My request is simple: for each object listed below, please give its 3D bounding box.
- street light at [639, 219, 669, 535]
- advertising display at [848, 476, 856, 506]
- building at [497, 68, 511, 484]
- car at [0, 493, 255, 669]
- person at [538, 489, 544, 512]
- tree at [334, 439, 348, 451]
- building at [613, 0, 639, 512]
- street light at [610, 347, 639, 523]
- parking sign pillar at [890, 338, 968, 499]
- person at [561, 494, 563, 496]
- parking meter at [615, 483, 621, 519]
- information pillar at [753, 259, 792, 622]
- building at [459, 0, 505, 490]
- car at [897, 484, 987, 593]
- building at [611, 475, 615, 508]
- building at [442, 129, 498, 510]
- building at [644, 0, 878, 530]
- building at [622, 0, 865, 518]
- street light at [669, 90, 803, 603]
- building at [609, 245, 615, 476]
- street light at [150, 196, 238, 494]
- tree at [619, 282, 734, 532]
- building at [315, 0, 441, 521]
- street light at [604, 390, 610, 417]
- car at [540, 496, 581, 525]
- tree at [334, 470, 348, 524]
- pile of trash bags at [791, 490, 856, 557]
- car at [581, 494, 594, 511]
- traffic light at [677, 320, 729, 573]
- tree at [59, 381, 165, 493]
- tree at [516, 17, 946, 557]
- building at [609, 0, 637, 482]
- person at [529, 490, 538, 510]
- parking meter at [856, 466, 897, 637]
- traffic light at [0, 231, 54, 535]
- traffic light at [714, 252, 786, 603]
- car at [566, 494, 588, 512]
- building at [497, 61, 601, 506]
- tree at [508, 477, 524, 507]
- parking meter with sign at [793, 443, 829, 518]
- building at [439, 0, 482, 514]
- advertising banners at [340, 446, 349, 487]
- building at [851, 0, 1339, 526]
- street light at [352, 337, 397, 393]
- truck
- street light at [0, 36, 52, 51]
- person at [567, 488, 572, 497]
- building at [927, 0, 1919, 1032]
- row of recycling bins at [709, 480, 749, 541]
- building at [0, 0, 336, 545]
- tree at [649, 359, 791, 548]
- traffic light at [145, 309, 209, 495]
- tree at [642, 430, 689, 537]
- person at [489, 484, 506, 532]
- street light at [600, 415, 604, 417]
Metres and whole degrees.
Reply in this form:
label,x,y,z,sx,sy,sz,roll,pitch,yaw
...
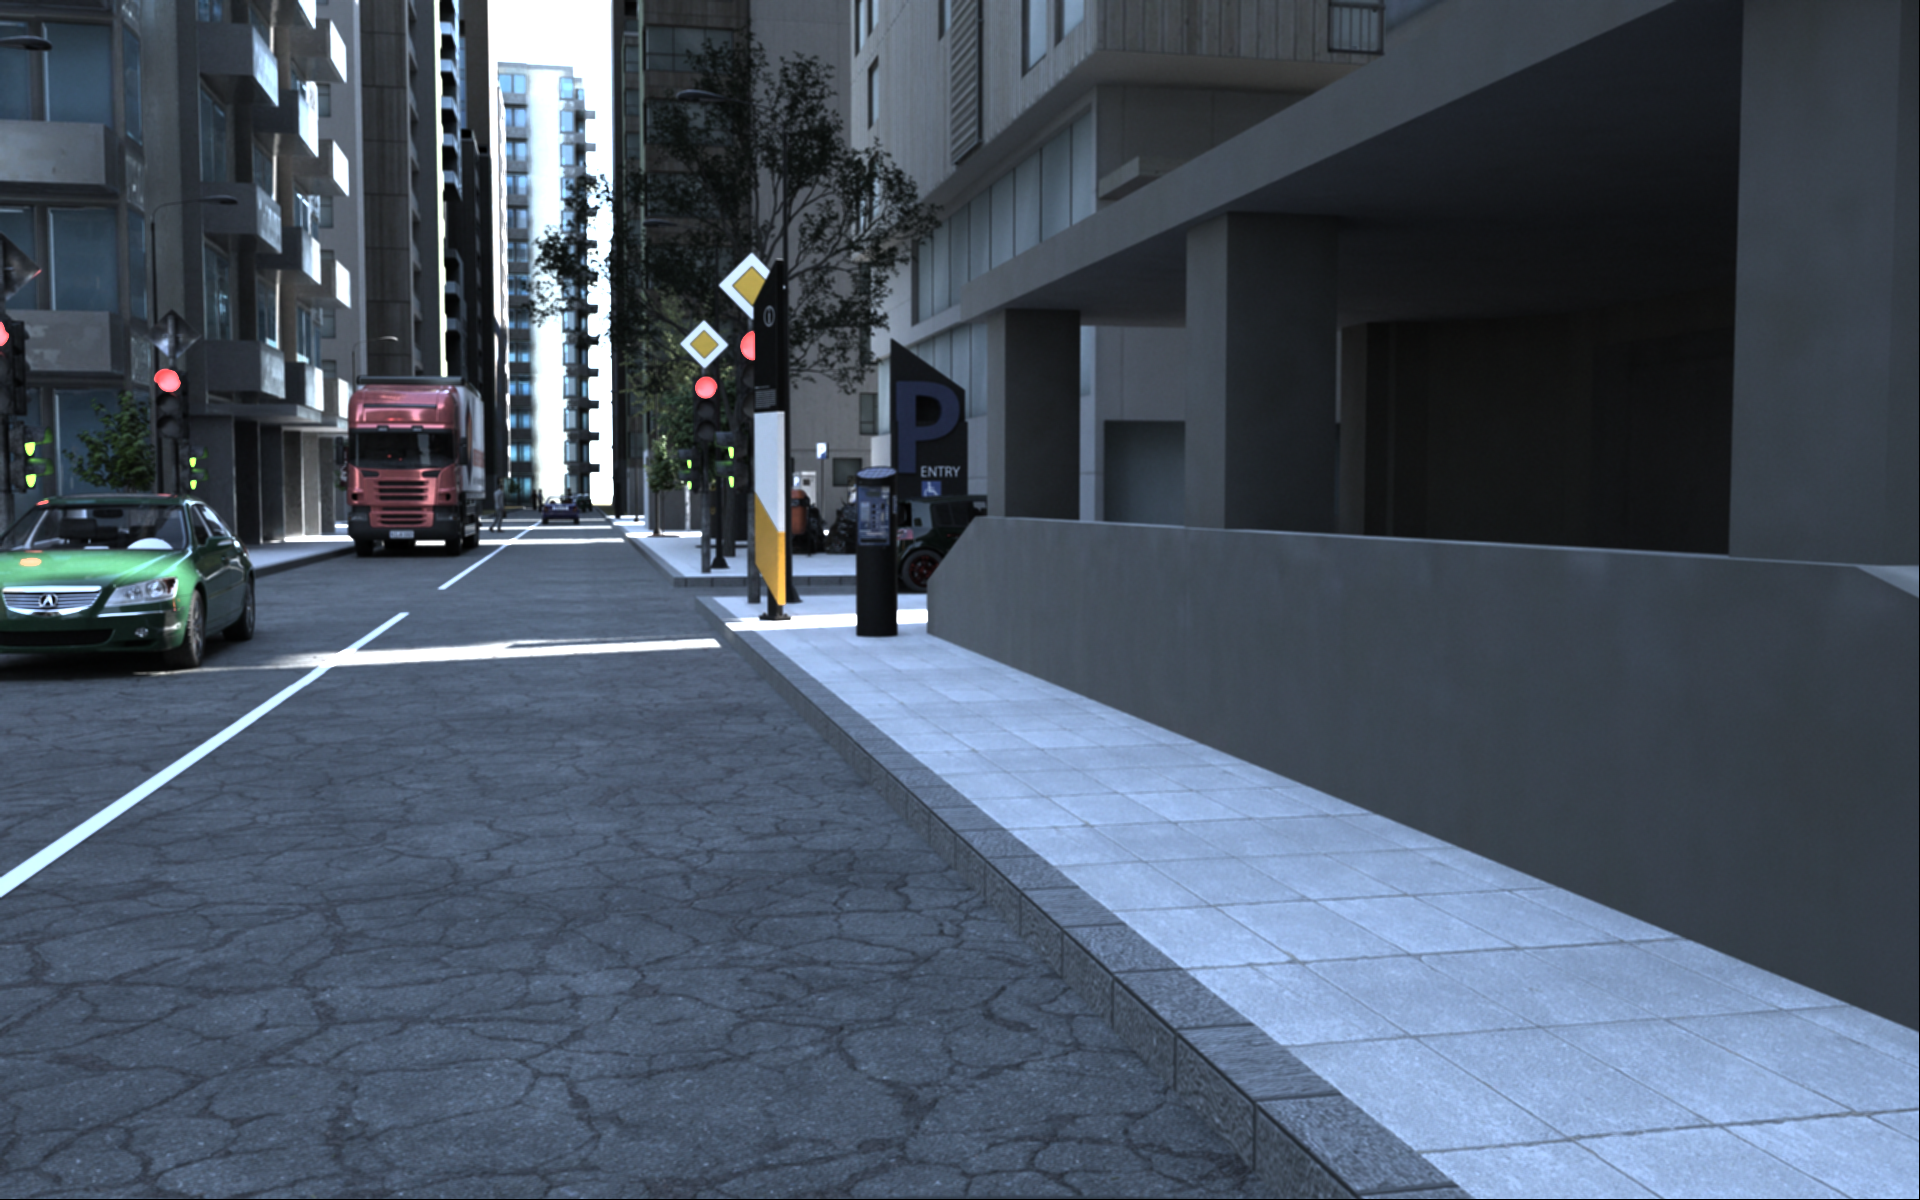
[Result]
label,x,y,z,sx,sy,sz,roll,pitch,yaw
street light,-4.679,-3.488,29.568,1.470,5.913,1.316,-1,4,-12
advertising display,-3.704,-3.425,61.212,0.123,1.923,0.974,-2,4,-30
building,-50.295,-29.427,164.727,14.086,41.232,14.154,-1,4,-12
car,-7.525,-0.226,15.496,2.131,1.459,4.920,-1,4,-14
person,-33.688,-7.992,139.153,0.705,1.826,1.348,0,4,3
tree,-22.664,-5.110,67.264,4.285,4.588,4.351,0,3,0
building,-15.372,-42.190,128.062,20.563,71.187,20.611,-1,4,-12
street light,-9.970,-4.966,53.733,1.470,5.913,1.316,-1,4,-12
parking sign pillar,-0.536,-2.546,30.093,1.447,3.967,1.447,-1,4,-10
person,-35.391,-8.692,153.871,0.557,1.426,1.065,-1,4,-14
parking meter,-17.960,-5.206,90.830,0.255,1.863,0.399,-1,4,-17
information pillar,-1.926,-1.603,17.558,0.183,3.616,0.504,-3,4,-36
building,-47.151,-30.536,149.375,14.600,45.320,14.200,-1,4,-12
car,0.662,-0.993,26.019,4.222,1.686,2.009,-1,4,-12
building,-17.319,-29.059,166.996,32.217,40.220,23.993,-1,4,-12
building,-44.074,-22.268,135.779,14.160,30.474,14.107,-1,4,-12
building,-5.608,-18.155,68.531,14.160,30.474,14.107,-1,4,-12
building,-14.386,-20.743,110.849,14.160,30.474,14.107,-1,4,-12
street light,-2.570,-2.916,20.211,1.470,5.913,1.316,-1,4,-12
building,-31.642,-25.716,192.161,14.107,30.474,14.160,-1,4,-12
street light,-11.954,-3.333,27.038,1.470,5.913,1.316,-1,4,-12
tree,-9.205,-6.577,57.897,4.737,8.622,4.395,0,3,0
building,-33.326,-24.572,85.354,14.154,41.232,14.086,-1,4,-12
street light,-15.058,-6.424,77.567,1.470,5.913,1.316,-1,4,-12
car,-19.090,-4.295,82.810,1.945,1.354,3.894,-1,4,-13
tree,-26.238,-4.905,74.806,1.663,3.219,1.824,0,3,0
pile of trash bags,-3.015,-1.667,37.004,1.912,1.369,3.447,1,4,13
car,-31.503,-8.086,143.996,2.131,1.459,4.920,-1,4,-12
traffic light,-4.148,-2.393,28.052,0.839,4.253,0.868,-1,4,-12
tree,-14.044,-2.128,29.396,1.663,3.219,1.824,0,3,0
tree,-4.705,-6.139,34.783,8.767,10.594,7.601,-1,4,-9
building,-22.132,-30.327,145.959,14.600,45.320,14.200,-1,4,-12
person,-37.727,-8.868,153.454,1.348,1.831,0.705,3,5,44
parking meter,-0.754,-0.445,15.684,0.372,1.533,0.369,0,3,0
traffic light,-10.215,-1.812,18.540,0.839,4.253,0.868,-1,4,-12
traffic light,-2.441,-1.916,20.251,0.839,4.253,0.868,-1,4,-12
car,-30.352,-7.608,136.185,2.131,1.459,4.920,-1,4,-12
building,-55.354,-34.922,190.587,30.456,49.044,23.786,-1,4,-12
tree,-45.306,-11.058,175.398,1.663,3.219,1.824,0,3,0
parking meter with sign,-5.283,-3.808,58.520,1.738,3.016,0.543,-3,5,-43
building,-42.519,-48.805,110.641,22.319,86.520,31.000,-1,4,-12
advertising banners,-22.136,-4.150,64.040,0.090,3.025,2.074,2,4,34
building,12.064,-27.783,43.493,27.495,52.752,28.713,-1,4,-12
street light,-17.351,-4.818,51.322,1.470,5.913,1.316,-1,4,-12
truck,-13.499,-3.333,43.412,2.839,4.237,11.283,-1,4,-12
street light,-9.923,-2.759,17.645,1.470,5.913,1.316,-1,4,-12
person,-24.269,-6.045,107.436,0.705,1.812,1.348,-1,4,-20
building,16.913,-19.543,11.405,32.217,40.220,23.993,-1,4,-12
row of recycling bins,-6.392,-2.556,48.901,1.069,1.692,3.534,-1,4,-18
building,-28.185,-25.888,42.881,23.786,49.044,30.456,-1,4,-12
tree,-5.743,-3.547,41.703,4.285,4.588,4.351,0,3,0
traffic light,-11.922,-2.289,26.341,0.839,4.253,0.868,-1,4,-12
tree,-8.975,-3.519,52.130,1.663,3.219,1.824,0,3,0
person,-17.385,-3.475,65.433,0.709,1.813,0.853,3,4,39
street light,-20.364,-7.884,101.437,1.470,5.913,1.316,-1,4,-12
